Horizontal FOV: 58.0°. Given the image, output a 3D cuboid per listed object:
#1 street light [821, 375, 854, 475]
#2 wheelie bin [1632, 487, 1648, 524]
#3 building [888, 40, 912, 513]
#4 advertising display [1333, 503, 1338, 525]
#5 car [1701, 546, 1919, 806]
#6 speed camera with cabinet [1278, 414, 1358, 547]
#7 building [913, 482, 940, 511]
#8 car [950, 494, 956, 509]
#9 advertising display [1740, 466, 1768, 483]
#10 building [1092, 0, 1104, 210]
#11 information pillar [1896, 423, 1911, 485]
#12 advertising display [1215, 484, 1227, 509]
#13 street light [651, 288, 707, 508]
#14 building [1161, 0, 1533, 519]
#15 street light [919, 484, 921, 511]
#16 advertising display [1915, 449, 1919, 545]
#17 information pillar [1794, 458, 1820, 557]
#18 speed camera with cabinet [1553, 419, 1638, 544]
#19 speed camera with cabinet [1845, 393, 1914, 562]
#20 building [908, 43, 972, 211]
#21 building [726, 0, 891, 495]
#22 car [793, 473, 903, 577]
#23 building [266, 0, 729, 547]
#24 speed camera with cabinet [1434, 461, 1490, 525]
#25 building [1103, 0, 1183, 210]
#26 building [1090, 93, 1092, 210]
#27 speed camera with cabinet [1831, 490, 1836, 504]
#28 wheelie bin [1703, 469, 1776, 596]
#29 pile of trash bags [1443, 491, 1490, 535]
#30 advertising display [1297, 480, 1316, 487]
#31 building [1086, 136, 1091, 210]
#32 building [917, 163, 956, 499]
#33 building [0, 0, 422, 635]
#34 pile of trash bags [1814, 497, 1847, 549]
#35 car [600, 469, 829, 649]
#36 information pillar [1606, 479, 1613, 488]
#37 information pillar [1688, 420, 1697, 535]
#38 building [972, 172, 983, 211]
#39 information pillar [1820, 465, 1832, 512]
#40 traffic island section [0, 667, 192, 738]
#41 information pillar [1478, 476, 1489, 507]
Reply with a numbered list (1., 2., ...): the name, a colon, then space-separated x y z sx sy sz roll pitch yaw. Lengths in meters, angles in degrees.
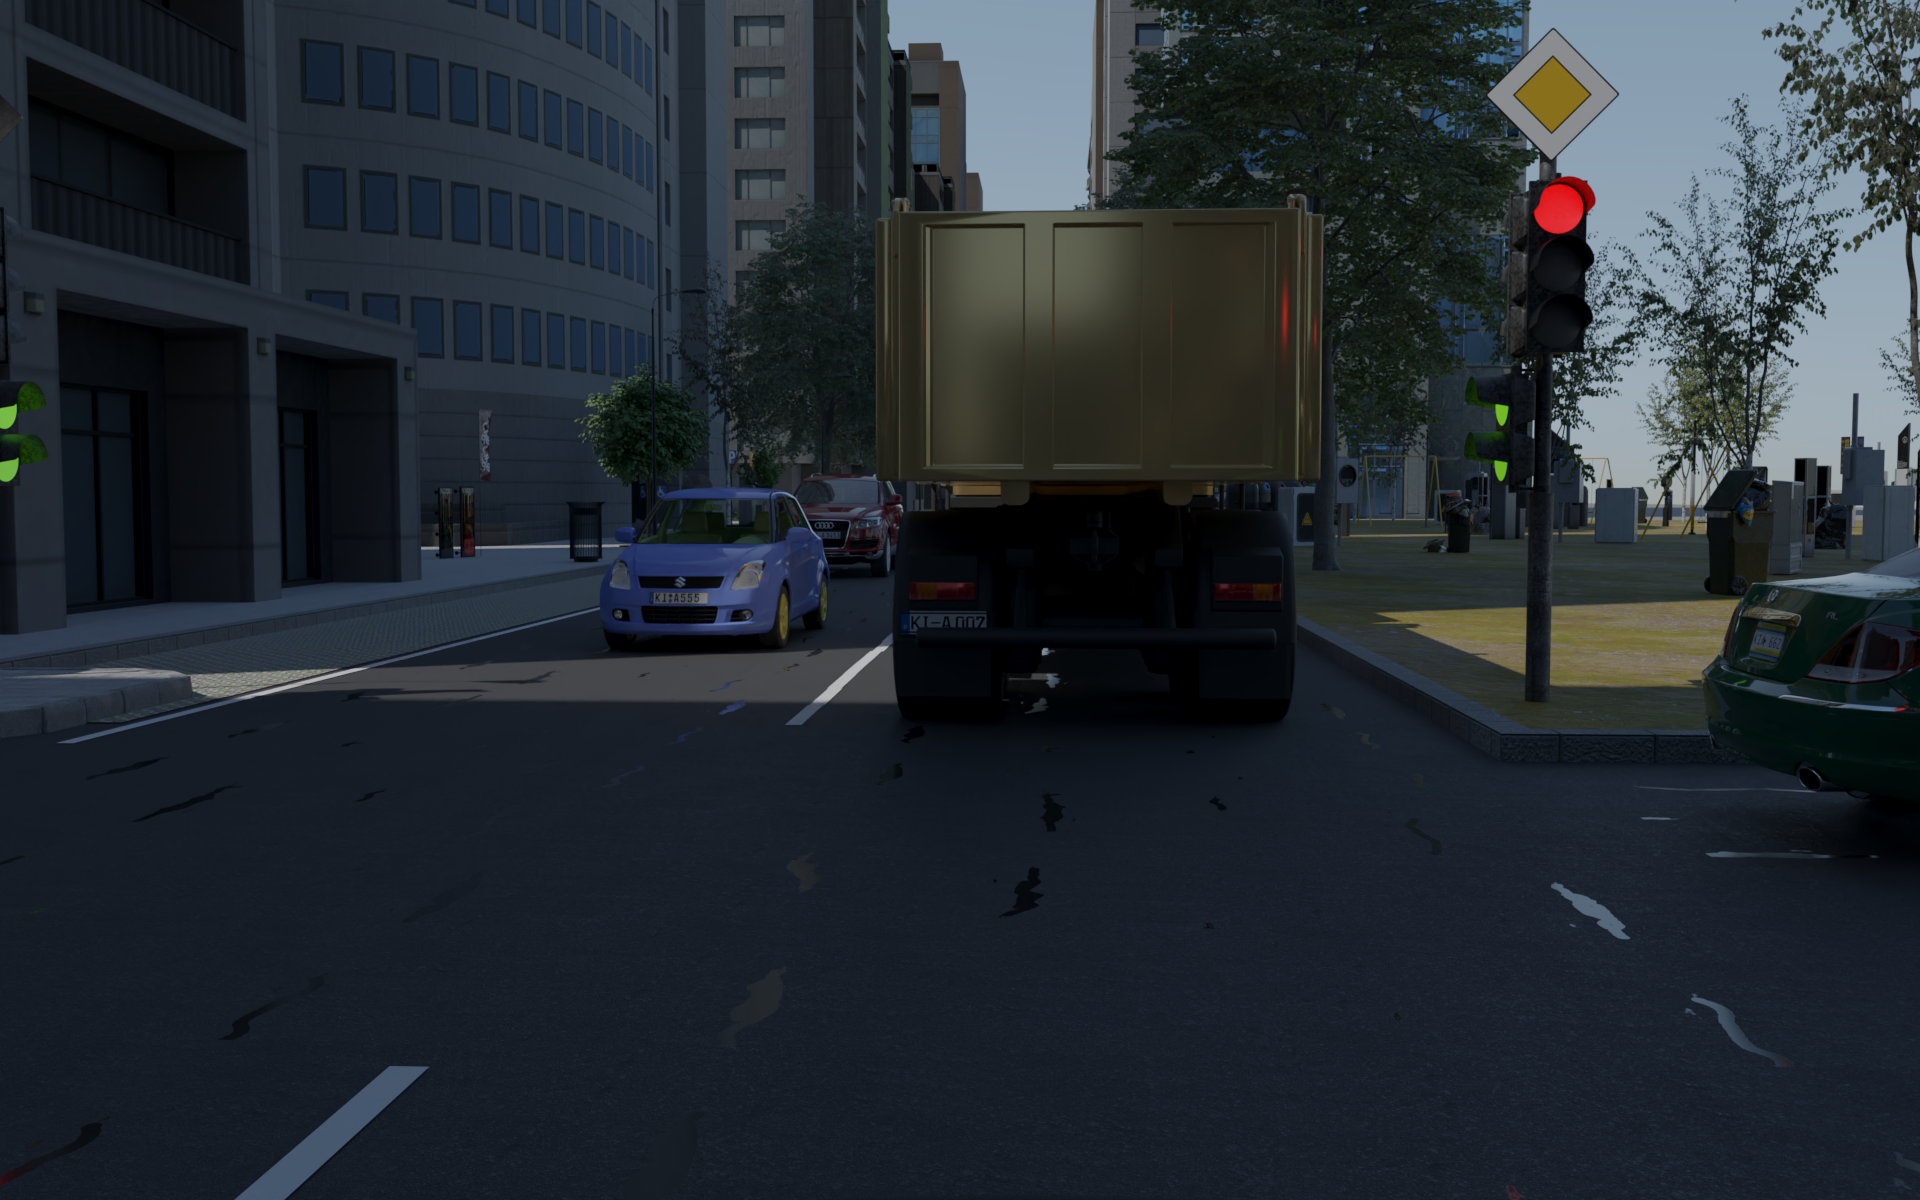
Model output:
1. street light: -4.828 -5.805 67.450 1.470 5.913 1.316 0 4 3
2. wheelie bin: 29.450 -4.127 75.385 0.980 1.594 0.693 -1 4 -22
3. building: -10.503 -20.565 107.936 14.160 30.474 14.107 0 4 3
4. advertising display: 15.405 -4.033 71.152 0.123 1.923 0.974 -1 4 -21
5. car: 5.727 0.284 7.149 4.920 1.459 2.131 0 4 4
6. speed camera with cabinet: 8.736 -2.927 42.190 2.038 3.252 0.660 -2 4 -28
7. building: -16.057 -17.429 130.003 27.650 21.520 28.899 0 4 3
8. car: -0.136 -6.936 123.627 2.015 1.641 3.980 0 4 3
9. advertising display: 18.251 -2.118 39.849 0.974 1.923 0.123 -3 4 -36
10. building: 18.737 -30.799 153.679 14.600 45.320 14.200 0 4 3
11. information pillar: 31.089 -4.021 57.090 0.183 3.616 0.504 -1 4 -12
12. advertising display: 10.871 -4.062 71.623 0.974 1.923 0.123 -2 4 -29
13. street light: -6.407 -4.081 39.258 1.470 5.913 1.316 0 4 3
14. building: 20.717 -48.225 101.144 22.319 86.520 31.000 0 4 3
15. street light: -2.138 -8.756 115.697 1.470 5.913 1.316 0 4 3
16. advertising display: 13.328 -1.105 23.273 0.123 1.923 0.974 -2 4 -26
17. information pillar: 17.182 -1.881 35.241 0.304 2.012 0.304 -2 4 -25
18. speed camera with cabinet: 16.686 -3.126 45.441 2.038 3.252 0.660 2 4 30
19. speed camera with cabinet: 17.656 -2.384 33.306 0.660 3.252 2.038 0 4 6
20. building: -6.631 -32.215 176.821 14.600 45.320 14.200 0 4 3
21. building: -11.421 -25.075 93.566 14.154 41.232 14.086 0 4 3
22. car: -2.137 -1.410 31.727 2.281 1.827 5.304 0 4 3
23. building: -20.239 -31.232 52.637 21.231 58.520 28.212 0 4 3
24. speed camera with cabinet: 20.917 -4.772 72.355 2.038 3.252 0.660 2 4 31
25. building: 21.418 -36.058 131.555 21.231 58.520 28.212 0 4 3
26. building: 24.625 -34.210 183.030 21.300 48.544 21.600 0 4 3
27. speed camera with cabinet: 34.109 -4.375 65.863 2.038 3.252 0.660 2 4 33
28. wheelie bin: 9.960 -0.870 22.139 0.693 1.594 0.980 0 4 -7
29. pile of trash bags: 16.470 -2.815 55.774 1.912 1.369 3.447 -1 4 -9
30. advertising display: 11.016 -3.002 54.294 0.974 1.923 0.123 0 4 -4
31. building: 26.270 -33.893 208.777 22.147 44.769 28.867 0 4 3
32. building: -7.773 -23.217 151.293 14.160 30.474 14.107 0 4 3
33. building: -18.478 -35.566 19.757 20.563 71.187 20.611 0 4 3
34. pile of trash bags: 19.840 -1.892 40.687 1.912 1.369 3.447 2 4 31
35. car: -2.365 -0.467 17.219 1.945 1.707 3.694 0 4 4
36. information pillar: 31.488 -4.865 84.027 0.304 2.012 0.304 1 4 20
37. information pillar: 23.261 -3.890 54.954 0.183 3.616 0.504 1 4 16
38. building: -4.075 -35.794 235.339 14.600 45.320 14.200 0 4 3
39. information pillar: 22.202 -2.451 44.562 0.304 2.012 0.304 3 5 40
40. traffic island section: -6.426 0.673 11.285 2.009 0.180 2.903 0 4 3
41. information pillar: 21.507 -4.081 71.218 0.304 2.012 0.304 -1 4 -21
